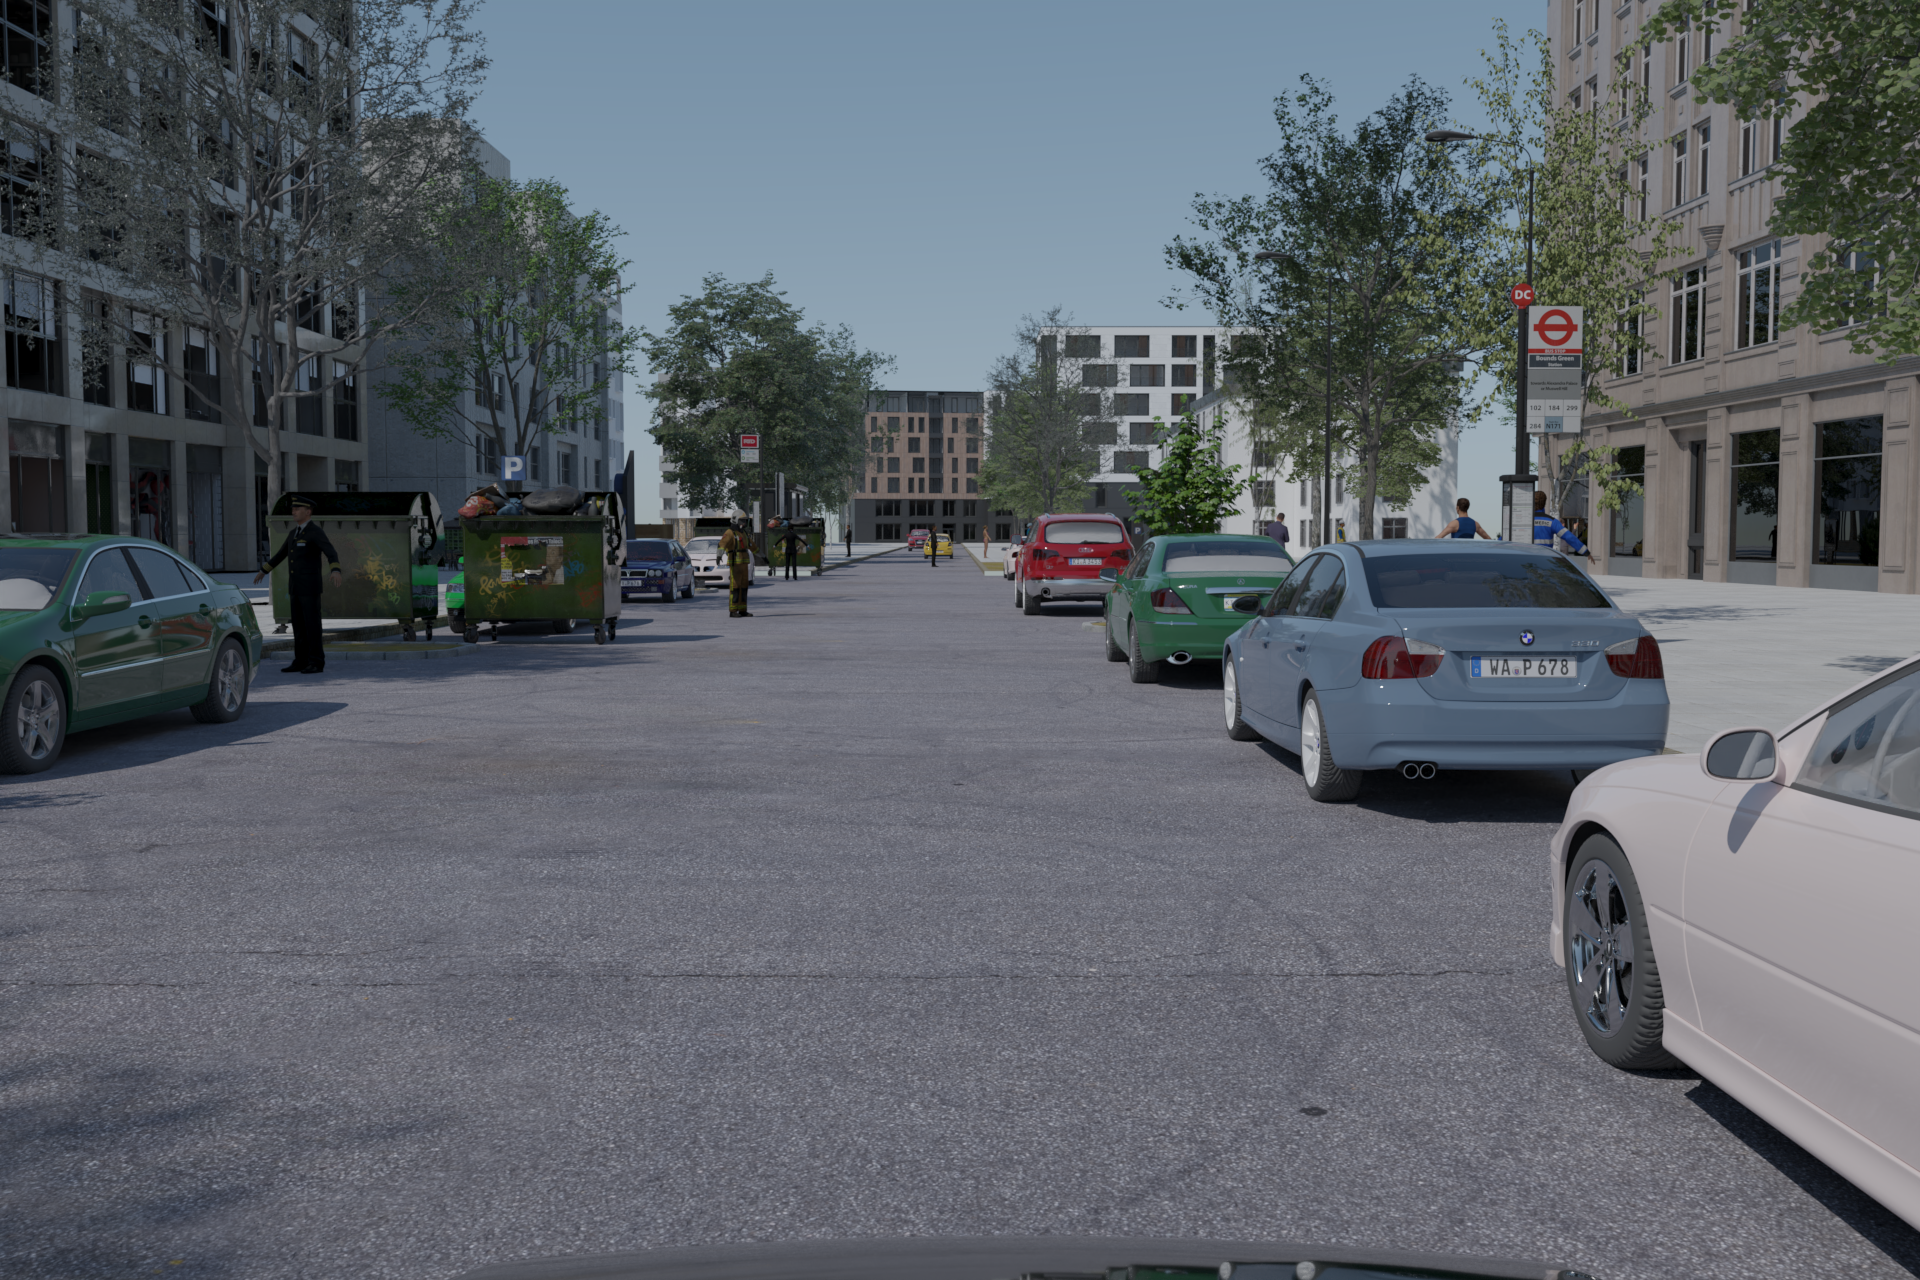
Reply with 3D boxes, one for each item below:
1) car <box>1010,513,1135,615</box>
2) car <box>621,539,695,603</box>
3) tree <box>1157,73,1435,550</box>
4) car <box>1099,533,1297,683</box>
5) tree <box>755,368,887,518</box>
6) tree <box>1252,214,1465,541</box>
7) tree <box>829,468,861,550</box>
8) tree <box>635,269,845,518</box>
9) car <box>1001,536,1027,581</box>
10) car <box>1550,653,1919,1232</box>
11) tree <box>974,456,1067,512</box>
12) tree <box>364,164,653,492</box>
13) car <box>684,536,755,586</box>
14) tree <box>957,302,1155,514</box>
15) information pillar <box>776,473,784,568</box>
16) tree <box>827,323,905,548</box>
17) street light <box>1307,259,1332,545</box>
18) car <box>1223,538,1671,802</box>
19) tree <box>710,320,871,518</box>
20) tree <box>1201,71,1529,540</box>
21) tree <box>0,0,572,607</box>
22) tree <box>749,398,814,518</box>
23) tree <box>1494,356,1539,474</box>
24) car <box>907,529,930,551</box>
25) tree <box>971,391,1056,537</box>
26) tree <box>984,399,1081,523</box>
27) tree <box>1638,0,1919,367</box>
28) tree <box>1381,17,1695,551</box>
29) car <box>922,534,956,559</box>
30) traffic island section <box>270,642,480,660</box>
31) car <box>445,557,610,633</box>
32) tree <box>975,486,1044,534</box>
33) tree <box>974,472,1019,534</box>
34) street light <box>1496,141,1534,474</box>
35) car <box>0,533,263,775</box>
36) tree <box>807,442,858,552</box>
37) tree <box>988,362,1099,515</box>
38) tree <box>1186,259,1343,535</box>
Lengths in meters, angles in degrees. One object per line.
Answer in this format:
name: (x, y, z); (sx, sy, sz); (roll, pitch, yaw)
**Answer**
car: (2.100, -1.430, 32.060); (2.281, 1.827, 5.304); (0, 4, -1)
car: (-6.799, -1.513, 37.325); (1.945, 1.354, 3.894); (0, 4, 0)
tree: (14.375, -13.355, 74.239); (12.611, 20.169, 13.585); (0, 3, 0)
car: (2.559, -0.382, 18.049); (2.131, 1.459, 4.920); (0, 4, 0)
tree: (-10.079, -12.581, 116.069); (12.009, 13.543, 11.850); (0, 3, 0)
tree: (14.173, -8.764, 61.418); (7.486, 12.596, 7.792); (0, 3, 0)
tree: (-10.804, -11.715, 141.896); (4.360, 8.622, 3.978); (0, 3, 0)
tree: (-10.378, -10.750, 82.412); (9.857, 13.997, 8.962); (0, 3, 0)
car: (2.354, -2.589, 54.697); (2.083, 1.381, 4.827); (0, 4, -1)
car: (2.650, 0.559, 3.230); (2.083, 1.381, 4.827); (0, 3, 0)
tree: (5.423, -13.019, 147.270); (8.767, 10.594, 7.601); (0, 4, -1)
tree: (-12.396, -7.471, 47.901); (9.928, 11.665, 9.643); (0, 3, 0)
car: (-6.657, -2.114, 46.921); (2.083, 1.381, 4.827); (0, 4, 0)
tree: (4.870, -11.156, 92.772); (12.009, 13.543, 11.850); (0, 3, 0)
information pillar: (-6.932, -4.615, 66.767); (0.184, 3.620, 1.656); (0, 4, -1)
tree: (-11.201, -18.476, 157.978); (12.611, 20.169, 13.585); (0, 3, 0)
street light: (6.623, -3.430, 28.622); (1.470, 5.913, 1.316); (0, 4, -1)
car: (2.740, 0.088, 10.564); (2.014, 1.417, 4.499); (0, 4, 0)
tree: (-10.039, -12.021, 103.192); (9.857, 13.997, 8.962); (0, 3, 0)
tree: (8.497, -6.125, 34.559); (7.601, 10.594, 8.767); (-1, 4, -12)
tree: (-12.371, -7.361, 30.729); (12.009, 13.543, 11.850); (0, 3, 0)
tree: (-9.830, -8.614, 91.205); (4.737, 8.622, 4.395); (0, 3, 0)
tree: (27.605, -9.277, 77.431); (9.928, 11.665, 9.643); (0, 3, 0)
car: (-3.287, -8.286, 144.151); (2.281, 1.827, 5.304); (0, 4, -1)
tree: (4.776, -13.451, 138.042); (7.486, 12.596, 7.792); (0, 3, 0)
tree: (5.267, -12.387, 128.283); (9.928, 11.665, 9.643); (0, 3, 0)
tree: (8.365, -5.733, 11.859); (7.486, 12.596, 7.792); (0, 3, 0)
tree: (8.356, -4.533, 24.477); (4.737, 8.622, 4.395); (0, 3, 0)
car: (-1.231, -5.532, 100.666); (2.015, 1.641, 3.980); (0, 4, 0)
traffic island section: (-6.859, 0.133, 20.688); (1.991, 0.108, 1.994); (0, 4, 1)
car: (-6.479, -1.077, 26.413); (1.959, 1.807, 4.718); (0, 4, 0)
tree: (5.536, -14.163, 165.970); (8.767, 10.594, 7.601); (0, 4, 2)
tree: (5.144, -13.617, 157.046); (8.767, 10.594, 7.601); (1, 4, 12)
street light: (7.126, -2.909, 20.096); (1.470, 5.913, 1.316); (0, 4, -1)
car: (-6.432, -0.001, 11.820); (2.131, 1.459, 4.920); (0, 4, 0)
tree: (-10.162, -10.790, 126.783); (4.360, 8.622, 3.978); (0, 3, 0)
tree: (5.358, -11.999, 114.310); (7.486, 12.596, 7.792); (0, 3, 0)
tree: (7.906, -5.930, 47.325); (4.360, 8.622, 3.978); (0, 3, 0)
